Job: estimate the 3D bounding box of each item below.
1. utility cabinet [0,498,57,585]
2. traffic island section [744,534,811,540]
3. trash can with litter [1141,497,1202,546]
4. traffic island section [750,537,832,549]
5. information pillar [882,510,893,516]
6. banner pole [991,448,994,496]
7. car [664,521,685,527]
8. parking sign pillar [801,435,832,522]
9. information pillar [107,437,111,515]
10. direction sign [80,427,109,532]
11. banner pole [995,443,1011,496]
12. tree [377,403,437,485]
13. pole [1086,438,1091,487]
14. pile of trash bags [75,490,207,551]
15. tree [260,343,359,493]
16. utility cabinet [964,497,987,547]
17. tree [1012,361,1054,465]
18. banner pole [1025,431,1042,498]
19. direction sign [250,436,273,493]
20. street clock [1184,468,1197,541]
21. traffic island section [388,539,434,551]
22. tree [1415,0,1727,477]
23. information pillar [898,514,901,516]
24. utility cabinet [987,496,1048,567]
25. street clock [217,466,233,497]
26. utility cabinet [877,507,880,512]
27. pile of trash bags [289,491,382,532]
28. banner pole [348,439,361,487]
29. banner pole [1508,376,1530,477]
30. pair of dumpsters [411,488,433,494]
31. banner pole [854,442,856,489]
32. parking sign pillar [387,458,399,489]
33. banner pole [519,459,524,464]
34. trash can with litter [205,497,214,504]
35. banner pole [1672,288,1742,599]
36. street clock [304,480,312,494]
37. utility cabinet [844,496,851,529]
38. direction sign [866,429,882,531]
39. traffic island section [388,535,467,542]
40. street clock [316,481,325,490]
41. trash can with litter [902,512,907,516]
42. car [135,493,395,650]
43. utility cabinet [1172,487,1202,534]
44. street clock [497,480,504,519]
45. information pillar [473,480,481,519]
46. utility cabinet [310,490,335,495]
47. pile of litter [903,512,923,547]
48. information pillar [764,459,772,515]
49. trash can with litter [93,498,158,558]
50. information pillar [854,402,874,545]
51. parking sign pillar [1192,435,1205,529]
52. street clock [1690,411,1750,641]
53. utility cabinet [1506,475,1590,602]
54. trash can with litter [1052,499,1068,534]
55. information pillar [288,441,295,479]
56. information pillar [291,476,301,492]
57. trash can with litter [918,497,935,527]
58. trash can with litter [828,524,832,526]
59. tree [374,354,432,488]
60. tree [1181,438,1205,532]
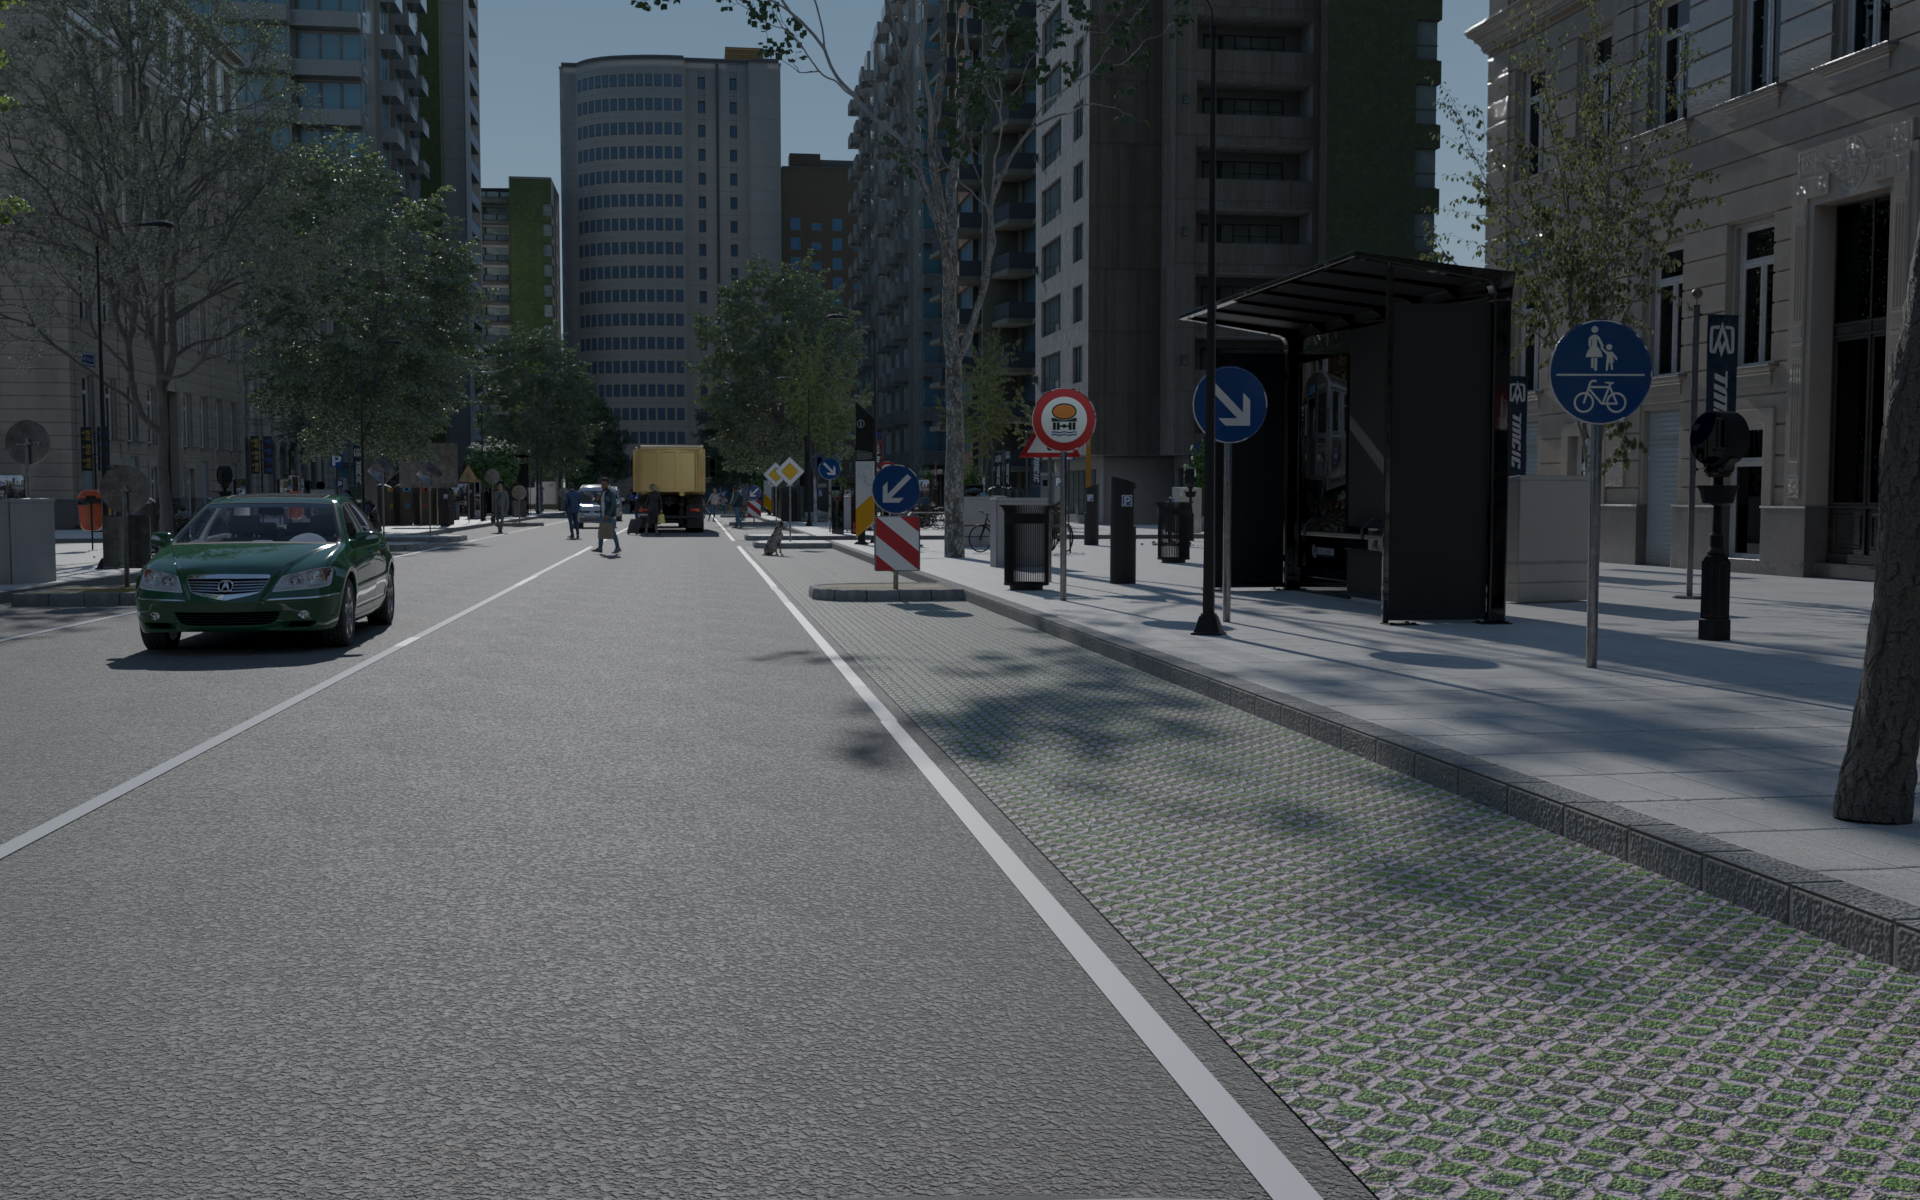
[{"bbox_3d":[-13.512,-0.847,25.008,0.306,1.237,1.020,0,4,7],"label":"utility cabinet"},{"bbox_3d":[-5.750,-1.964,54.396,2.009,0.180,2.903,-1,4,-9],"label":"traffic island section"},{"bbox_3d":[5.376,-1.982,43.465,1.678,1.210,2.233,0,4,7],"label":"trash can with litter"},{"bbox_3d":[-4.535,-1.482,46.504,2.009,0.180,2.903,-1,4,-9],"label":"traffic island section"},{"bbox_3d":[-2.358,-3.214,57.043,0.304,2.012,0.304,2,4,30],"label":"information pillar"},{"bbox_3d":[1.938,-6.308,93.152,0.863,3.779,0.401,-2,4,-34],"label":"banner pole"},{"bbox_3d":[-12.970,-3.885,75.877,2.083,1.381,4.827,-1,4,-11],"label":"car"},{"bbox_3d":[-6.590,-5.573,79.595,1.447,3.967,1.447,2,4,32],"label":"parking sign pillar"},{"bbox_3d":[-30.371,-4.303,61.704,0.183,3.616,0.504,-1,4,-14],"label":"information pillar"},{"bbox_3d":[-29.162,-4.064,58.436,0.876,3.537,0.379,0,4,-6],"label":"direction sign"},{"bbox_3d":[2.236,-5.764,84.259,0.401,3.779,0.863,-2,4,-31],"label":"banner pole"},{"bbox_3d":[-31.766,-9.070,98.655,4.737,8.622,4.395,0,3,0],"label":"tree"},{"bbox_3d":[4.112,-3.769,55.471,0.158,3.312,0.155,0,3,0],"label":"pole"},{"bbox_3d":[-18.523,-1.854,40.058,3.447,1.369,1.912,-2,4,-29],"label":"pile of trash bags"},{"bbox_3d":[-31.146,-8.055,82.066,4.360,8.622,3.978,0,3,0],"label":"tree"},{"bbox_3d":[0.253,-1.888,42.033,1.020,1.237,0.306,-1,4,-9],"label":"utility cabinet"},{"bbox_3d":[5.034,-8.779,93.905,4.360,8.622,3.978,0,3,0],"label":"tree"},{"bbox_3d":[2.901,-4.846,69.256,0.863,3.779,0.401,0,4,1],"label":"banner pole"},{"bbox_3d":[-27.240,-4.623,67.588,0.379,3.537,0.876,3,5,39],"label":"direction sign"},{"bbox_3d":[6.302,-2.617,47.366,0.358,2.002,0.471,1,4,20],"label":"street clock"},{"bbox_3d":[-14.955,-1.384,44.912,2.009,0.180,2.903,-1,4,-9],"label":"traffic island section"},{"bbox_3d":[8.651,-4.512,24.133,4.360,8.622,3.978,0,3,0],"label":"tree"},{"bbox_3d":[-2.531,-3.990,69.724,0.304,2.012,0.304,-2,4,-24],"label":"information pillar"},{"bbox_3d":[1.044,-1.190,30.616,1.020,1.237,0.306,-2,4,-24],"label":"utility cabinet"},{"bbox_3d":[-18.878,-2.443,44.507,0.471,2.002,0.358,3,5,44],"label":"street clock"},{"bbox_3d":[-5.739,-6.901,121.505,1.173,1.500,0.318,-2,4,-33],"label":"utility cabinet"},{"bbox_3d":[-21.217,-2.975,58.401,3.447,1.369,1.912,1,4,15],"label":"pile of trash bags"},{"bbox_3d":[-27.598,-5.444,79.028,0.863,3.779,0.401,-1,4,-20],"label":"banner pole"},{"bbox_3d":[10.239,-2.584,32.271,0.863,3.779,0.401,-1,4,-23],"label":"banner pole"},{"bbox_3d":[-25.592,-4.898,82.568,1.574,2.255,4.437,-1,4,-9],"label":"pair of dumpsters"},{"bbox_3d":[-4.996,-5.717,83.488,0.401,3.779,0.863,-1,4,-16],"label":"banner pole"},{"bbox_3d":[-30.898,-6.496,94.683,1.447,3.967,1.447,-3,5,-40],"label":"parking sign pillar"},{"bbox_3d":[-28.857,-7.576,113.879,0.401,3.779,0.863,1,4,14],"label":"banner pole"},{"bbox_3d":[-24.299,-2.789,56.980,1.055,1.170,0.624,0,4,2],"label":"trash can with litter"},{"bbox_3d":[9.183,-1.909,21.237,0.863,3.779,0.401,-1,4,-17],"label":"banner pole"},{"bbox_3d":[-34.189,-5.279,90.886,0.358,2.002,0.471,0,4,-2],"label":"street clock"},{"bbox_3d":[-3.866,-3.172,63.019,1.020,1.237,0.306,1,4,20],"label":"utility cabinet"},{"bbox_3d":[-3.158,-4.171,60.195,0.876,3.537,0.379,0,4,-8],"label":"direction sign"},{"bbox_3d":[-16.169,-1.867,52.804,2.009,0.180,2.903,-1,4,-9],"label":"traffic island section"},{"bbox_3d":[-36.058,-5.697,97.723,0.358,2.002,0.471,1,4,18],"label":"street clock"},{"bbox_3d":[-3.219,-5.020,93.140,1.678,1.210,2.233,1,4,23],"label":"trash can with litter"},{"bbox_3d":[-6.907,-0.354,17.585,2.131,1.459,4.920,-1,4,-11],"label":"car"},{"bbox_3d":[7.298,-2.874,55.663,0.318,1.500,1.173,3,5,45],"label":"utility cabinet"},{"bbox_3d":[-23.944,-5.245,90.324,0.358,2.002,0.471,0,4,-1],"label":"street clock"},{"bbox_3d":[-24.903,-5.186,89.281,0.304,2.012,0.304,-2,4,-28],"label":"information pillar"},{"bbox_3d":[-31.507,-4.711,85.709,1.173,1.500,0.318,-2,4,-28],"label":"utility cabinet"},{"bbox_3d":[-1.485,-1.739,42.403,1.176,0.858,1.719,0,4,-2],"label":"pile of litter"},{"bbox_3d":[-11.707,-6.982,105.509,0.504,3.616,0.183,-2,4,-28],"label":"information pillar"},{"bbox_3d":[-16.296,-1.473,35.145,2.233,1.210,1.678,1,4,22],"label":"trash can with litter"},{"bbox_3d":[-2.422,-3.214,43.911,0.504,3.616,0.183,1,4,15],"label":"information pillar"},{"bbox_3d":[9.016,-4.616,63.946,1.447,3.967,1.447,2,4,33],"label":"parking sign pillar"},{"bbox_3d":[6.624,-0.647,15.152,0.358,2.002,0.471,-1,4,-20],"label":"street clock"},{"bbox_3d":[6.970,-0.725,20.535,1.173,1.500,0.318,-2,4,-25],"label":"utility cabinet"},{"bbox_3d":[2.932,-2.705,55.619,1.055,1.170,0.624,0,4,1],"label":"trash can with litter"},{"bbox_3d":[-29.676,-5.236,76.955,0.183,3.616,0.504,0,4,1],"label":"information pillar"},{"bbox_3d":[-26.916,-4.021,70.241,0.304,2.012,0.304,-1,4,-11],"label":"information pillar"},{"bbox_3d":[-1.371,-3.407,67.090,0.624,1.170,1.055,1,4,13],"label":"trash can with litter"},{"bbox_3d":[-4.704,-3.684,71.295,1.678,1.210,2.233,3,5,42],"label":"trash can with litter"},{"bbox_3d":[-30.538,-8.532,89.866,4.360,8.622,3.978,0,3,0],"label":"tree"},{"bbox_3d":[8.445,-3.983,59.725,1.663,3.219,1.824,0,3,0],"label":"tree"}]
